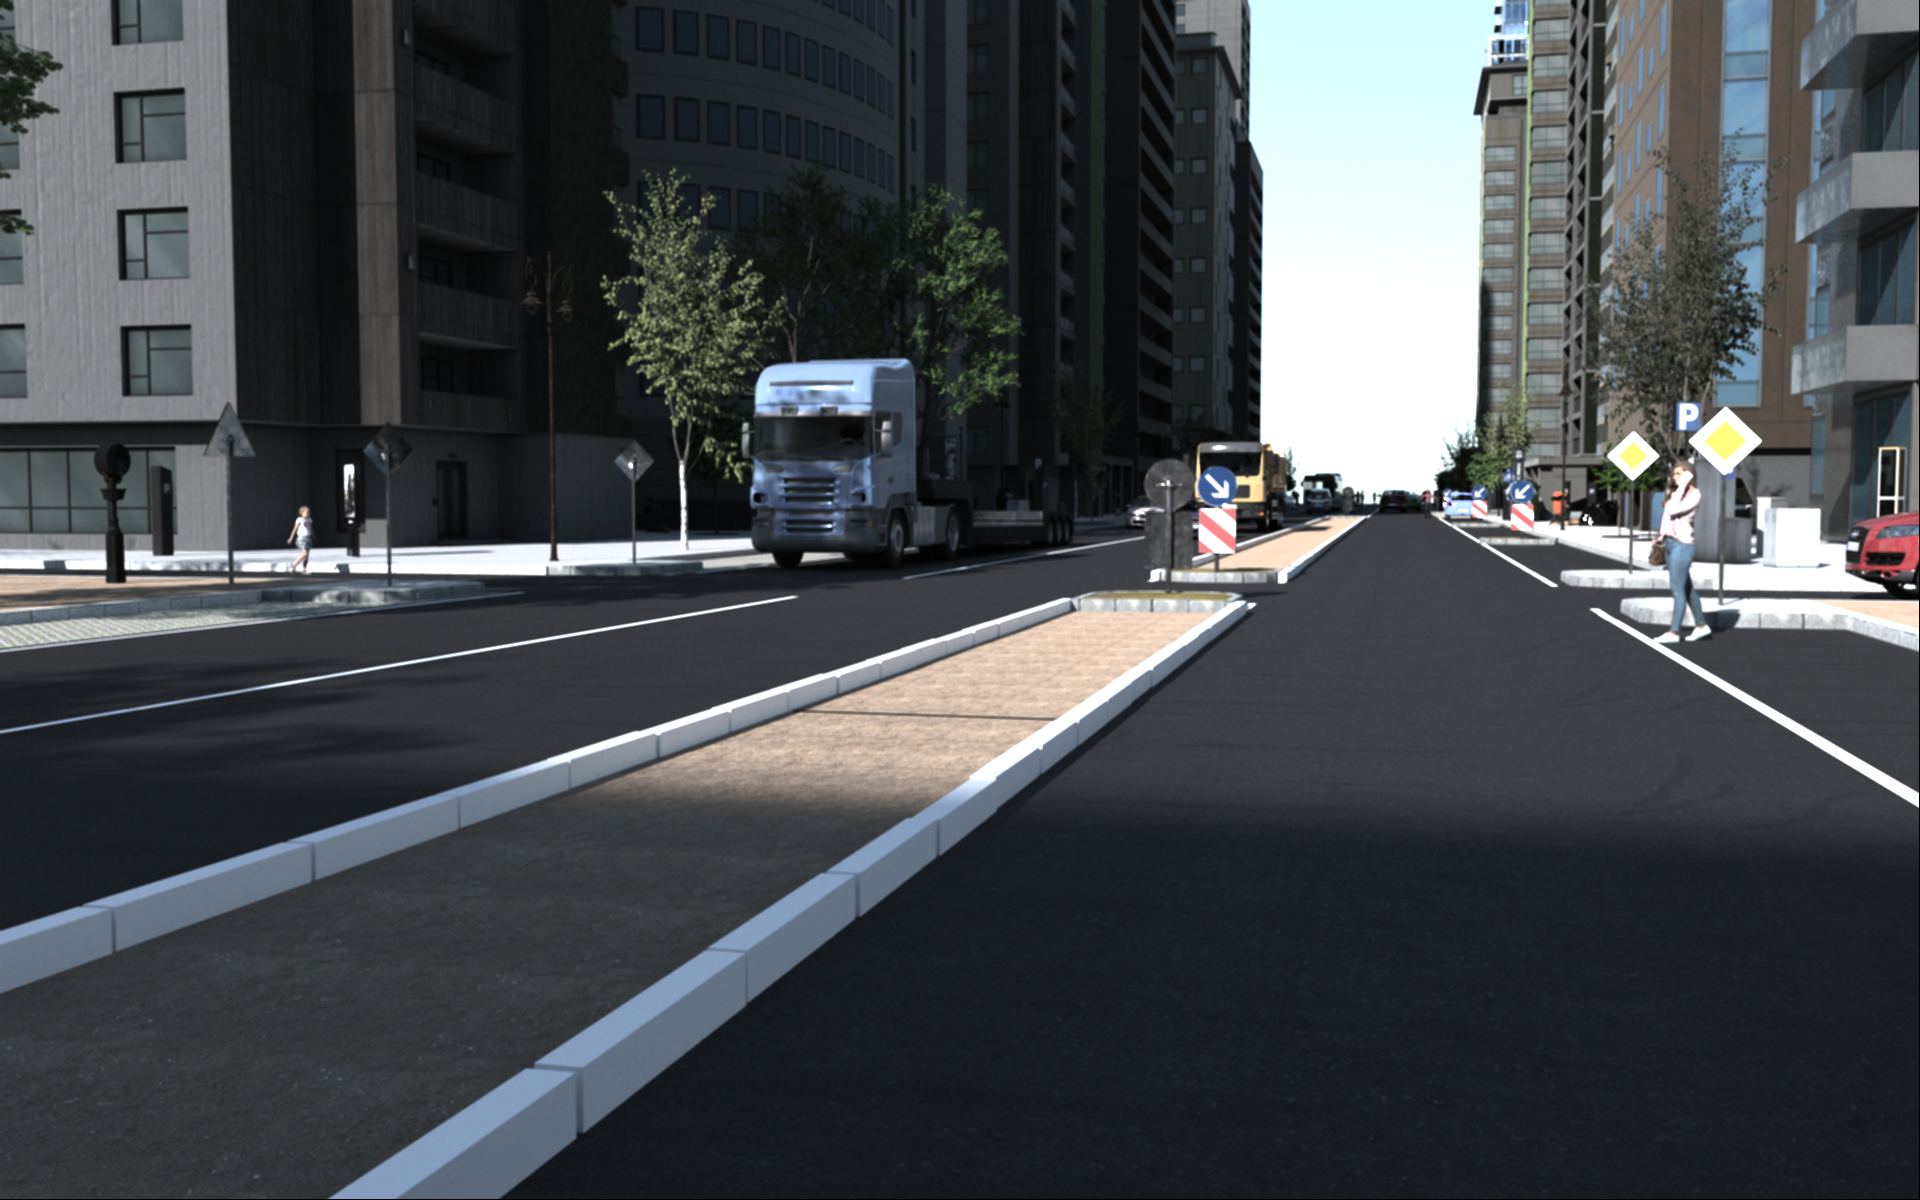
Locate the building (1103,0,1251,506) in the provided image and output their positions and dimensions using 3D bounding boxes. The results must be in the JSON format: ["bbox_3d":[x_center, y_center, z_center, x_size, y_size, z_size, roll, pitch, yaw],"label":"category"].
[{"bbox_3d":[32.955,-49.577,248.835,20.563,71.187,20.611,1,4,14],"label":"building"}]

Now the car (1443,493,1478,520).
[{"bbox_3d":[28.381,-5.416,98.145,1.945,1.707,3.694,1,4,13],"label":"car"}]

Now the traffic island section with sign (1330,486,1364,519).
[{"bbox_3d":[22.790,-5.729,101.810,2.006,1.907,1.989,1,4,14],"label":"traffic island section with sign"}]

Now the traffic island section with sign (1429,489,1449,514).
[{"bbox_3d":[34.988,-7.104,124.785,1.989,1.847,2.006,1,4,14],"label":"traffic island section with sign"}]

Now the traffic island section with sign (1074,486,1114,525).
[{"bbox_3d":[6.043,-4.340,79.591,1.989,1.847,2.006,1,4,14],"label":"traffic island section with sign"}]

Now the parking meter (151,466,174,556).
[{"bbox_3d":[-16.623,-1.859,36.103,0.255,1.863,0.399,1,4,12],"label":"parking meter"}]

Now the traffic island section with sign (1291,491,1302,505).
[{"bbox_3d":[45.317,-13.835,234.822,1.989,1.847,2.006,1,4,14],"label":"traffic island section with sign"}]

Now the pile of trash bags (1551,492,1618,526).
[{"bbox_3d":[25.435,-3.652,69.464,3.447,1.369,1.912,0,4,-2],"label":"pile of trash bags"}]

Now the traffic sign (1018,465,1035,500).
[{"bbox_3d":[2.879,-4.585,75.064,0.768,2.556,0.104,1,4,20],"label":"traffic sign"}]

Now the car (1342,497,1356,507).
[{"bbox_3d":[42.745,-11.088,191.083,2.009,1.686,4.222,1,4,16],"label":"car"}]

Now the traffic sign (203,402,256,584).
[{"bbox_3d":[-10.356,-1.501,24.544,0.884,2.594,0.081,1,4,17],"label":"traffic sign"}]

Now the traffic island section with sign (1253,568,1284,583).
[{"bbox_3d":[4.368,-1.273,28.956,2.006,1.907,1.989,1,4,14],"label":"traffic island section with sign"}]

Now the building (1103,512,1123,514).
[{"bbox_3d":[1.183,-41.562,117.786,20.563,71.187,20.611,1,4,14],"label":"building"}]

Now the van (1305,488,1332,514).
[{"bbox_3d":[26.441,-7.373,127.565,2.013,2.044,4.112,1,4,16],"label":"van"}]

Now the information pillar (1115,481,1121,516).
[{"bbox_3d":[9.129,-5.855,100.215,0.304,2.012,0.304,0,4,3],"label":"information pillar"}]

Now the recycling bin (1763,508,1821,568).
[{"bbox_3d":[14.513,-1.081,30.231,0.722,1.027,0.722,0,4,5],"label":"recycling bin"}]

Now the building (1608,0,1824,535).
[{"bbox_3d":[30.385,-24.960,58.211,14.600,45.320,14.200,1,4,14],"label":"building"}]

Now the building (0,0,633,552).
[{"bbox_3d":[-17.925,-16.668,44.229,14.160,30.474,14.107,1,4,14],"label":"building"}]

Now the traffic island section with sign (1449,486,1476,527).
[{"bbox_3d":[22.674,-4.127,76.112,1.989,1.847,2.006,1,4,14],"label":"traffic island section with sign"}]

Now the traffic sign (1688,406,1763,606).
[{"bbox_3d":[8.757,-0.993,19.885,0.795,2.450,0.064,1,4,14],"label":"traffic sign"}]

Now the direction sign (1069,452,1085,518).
[{"bbox_3d":[6.268,-6.165,92.799,0.876,3.537,0.379,0,4,-8],"label":"direction sign"}]

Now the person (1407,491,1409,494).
[{"bbox_3d":[47.902,-10.733,184.770,0.721,1.735,1.217,2,4,29],"label":"person"}]

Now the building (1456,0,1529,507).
[{"bbox_3d":[80.054,-56.380,234.481,22.319,86.520,31.000,1,4,14],"label":"building"}]

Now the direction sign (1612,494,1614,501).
[{"bbox_3d":[27.628,-4.971,73.281,0.379,3.537,0.876,1,4,22],"label":"direction sign"}]

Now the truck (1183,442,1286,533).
[{"bbox_3d":[10.790,-4.316,66.491,3.469,3.379,9.791,1,4,15],"label":"truck"}]

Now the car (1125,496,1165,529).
[{"bbox_3d":[8.032,-3.669,72.357,2.083,1.381,4.827,1,4,13],"label":"car"}]

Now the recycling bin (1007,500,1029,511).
[{"bbox_3d":[2.477,-3.769,74.170,0.722,1.027,0.722,3,4,39],"label":"recycling bin"}]

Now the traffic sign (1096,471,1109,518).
[{"bbox_3d":[7.720,-5.739,93.943,0.768,2.556,0.104,1,4,23],"label":"traffic sign"}]

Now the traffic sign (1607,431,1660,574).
[{"bbox_3d":[10.715,-1.467,27.627,0.795,2.450,0.064,1,4,14],"label":"traffic sign"}]

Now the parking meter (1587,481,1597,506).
[{"bbox_3d":[27.482,-4.258,75.334,0.399,1.863,0.255,2,4,28],"label":"parking meter"}]

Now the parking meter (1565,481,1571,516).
[{"bbox_3d":[26.335,-4.253,75.253,0.255,1.863,0.399,2,4,34],"label":"parking meter"}]

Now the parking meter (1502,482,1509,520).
[{"bbox_3d":[26.704,-4.833,84.733,0.255,1.863,0.399,1,4,9],"label":"parking meter"}]

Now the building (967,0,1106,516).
[{"bbox_3d":[0.259,-25.428,99.344,14.154,41.232,14.086,1,4,14],"label":"building"}]

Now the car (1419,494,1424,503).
[{"bbox_3d":[65.528,-14.369,244.519,1.945,1.707,3.694,1,4,15],"label":"car"}]

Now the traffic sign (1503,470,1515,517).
[{"bbox_3d":[28.785,-5.532,90.558,0.768,2.556,0.104,1,4,20],"label":"traffic sign"}]

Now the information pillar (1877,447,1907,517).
[{"bbox_3d":[14.620,-1.389,27.203,0.304,2.012,0.304,-3,5,-40],"label":"information pillar"}]

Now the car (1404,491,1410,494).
[{"bbox_3d":[51.836,-11.862,202.608,2.281,1.827,5.304,1,4,16],"label":"car"}]

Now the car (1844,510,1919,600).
[{"bbox_3d":[14.332,-0.832,22.271,5.304,1.827,2.281,1,4,13],"label":"car"}]

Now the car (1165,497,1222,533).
[{"bbox_3d":[7.601,-2.633,55.636,1.945,1.354,3.894,1,4,13],"label":"car"}]

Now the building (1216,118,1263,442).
[{"bbox_3d":[28.318,-37.019,228.968,21.300,48.544,21.600,1,4,14],"label":"building"}]

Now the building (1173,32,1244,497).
[{"bbox_3d":[18.074,-37.732,206.150,28.713,52.752,27.495,1,4,14],"label":"building"}]

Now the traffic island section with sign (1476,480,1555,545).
[{"bbox_3d":[16.057,-2.529,49.979,1.989,1.847,2.006,1,4,14],"label":"traffic island section with sign"}]

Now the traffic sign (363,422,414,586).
[{"bbox_3d":[-7.958,-1.252,24.119,0.795,2.450,0.064,1,4,14],"label":"traffic sign"}]

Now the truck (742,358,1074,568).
[{"bbox_3d":[-0.459,-3.090,40.278,2.967,4.110,18.799,1,4,16],"label":"truck"}]

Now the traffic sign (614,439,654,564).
[{"bbox_3d":[-5.999,-1.726,31.861,0.795,2.450,0.064,1,4,14],"label":"traffic sign"}]

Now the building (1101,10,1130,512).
[{"bbox_3d":[10.678,-44.105,159.373,20.563,71.187,20.611,1,4,14],"label":"building"}]

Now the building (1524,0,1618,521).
[{"bbox_3d":[44.824,-23.969,83.768,32.217,40.220,23.993,1,4,14],"label":"building"}]

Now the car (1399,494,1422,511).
[{"bbox_3d":[37.597,-8.311,144.673,1.959,1.807,4.718,1,4,13],"label":"car"}]

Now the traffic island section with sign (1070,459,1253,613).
[{"bbox_3d":[2.542,-0.834,21.777,2.006,1.907,1.989,1,4,14],"label":"traffic island section with sign"}]

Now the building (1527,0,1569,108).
[{"bbox_3d":[49.616,-27.303,130.000,14.154,41.232,14.086,1,4,14],"label":"building"}]

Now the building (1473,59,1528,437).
[{"bbox_3d":[76.219,-37.745,206.369,28.713,52.752,27.495,1,4,14],"label":"building"}]

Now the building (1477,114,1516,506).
[{"bbox_3d":[63.770,-30.872,188.345,14.154,41.232,14.086,1,4,14],"label":"building"}]

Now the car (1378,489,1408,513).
[{"bbox_3d":[33.993,-7.783,135.924,2.281,1.827,5.304,1,4,13],"label":"car"}]

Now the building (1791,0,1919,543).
[{"bbox_3d":[34.008,-25.405,34.974,30.456,49.044,23.786,1,4,14],"label":"building"}]

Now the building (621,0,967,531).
[{"bbox_3d":[-13.274,-32.429,72.219,21.231,58.520,28.212,1,4,14],"label":"building"}]

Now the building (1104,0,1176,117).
[{"bbox_3d":[5.356,-31.558,139.678,21.300,48.544,21.600,1,4,14],"label":"building"}]

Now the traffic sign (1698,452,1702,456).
[{"bbox_3d":[14.583,-2.032,33.322,0.768,2.556,0.104,1,4,21],"label":"traffic sign"}]

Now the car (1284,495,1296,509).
[{"bbox_3d":[30.715,-9.248,163.564,2.083,1.381,4.827,1,4,13],"label":"car"}]

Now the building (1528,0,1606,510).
[{"bbox_3d":[48.623,-41.176,111.476,20.563,71.187,20.611,1,4,14],"label":"building"}]
